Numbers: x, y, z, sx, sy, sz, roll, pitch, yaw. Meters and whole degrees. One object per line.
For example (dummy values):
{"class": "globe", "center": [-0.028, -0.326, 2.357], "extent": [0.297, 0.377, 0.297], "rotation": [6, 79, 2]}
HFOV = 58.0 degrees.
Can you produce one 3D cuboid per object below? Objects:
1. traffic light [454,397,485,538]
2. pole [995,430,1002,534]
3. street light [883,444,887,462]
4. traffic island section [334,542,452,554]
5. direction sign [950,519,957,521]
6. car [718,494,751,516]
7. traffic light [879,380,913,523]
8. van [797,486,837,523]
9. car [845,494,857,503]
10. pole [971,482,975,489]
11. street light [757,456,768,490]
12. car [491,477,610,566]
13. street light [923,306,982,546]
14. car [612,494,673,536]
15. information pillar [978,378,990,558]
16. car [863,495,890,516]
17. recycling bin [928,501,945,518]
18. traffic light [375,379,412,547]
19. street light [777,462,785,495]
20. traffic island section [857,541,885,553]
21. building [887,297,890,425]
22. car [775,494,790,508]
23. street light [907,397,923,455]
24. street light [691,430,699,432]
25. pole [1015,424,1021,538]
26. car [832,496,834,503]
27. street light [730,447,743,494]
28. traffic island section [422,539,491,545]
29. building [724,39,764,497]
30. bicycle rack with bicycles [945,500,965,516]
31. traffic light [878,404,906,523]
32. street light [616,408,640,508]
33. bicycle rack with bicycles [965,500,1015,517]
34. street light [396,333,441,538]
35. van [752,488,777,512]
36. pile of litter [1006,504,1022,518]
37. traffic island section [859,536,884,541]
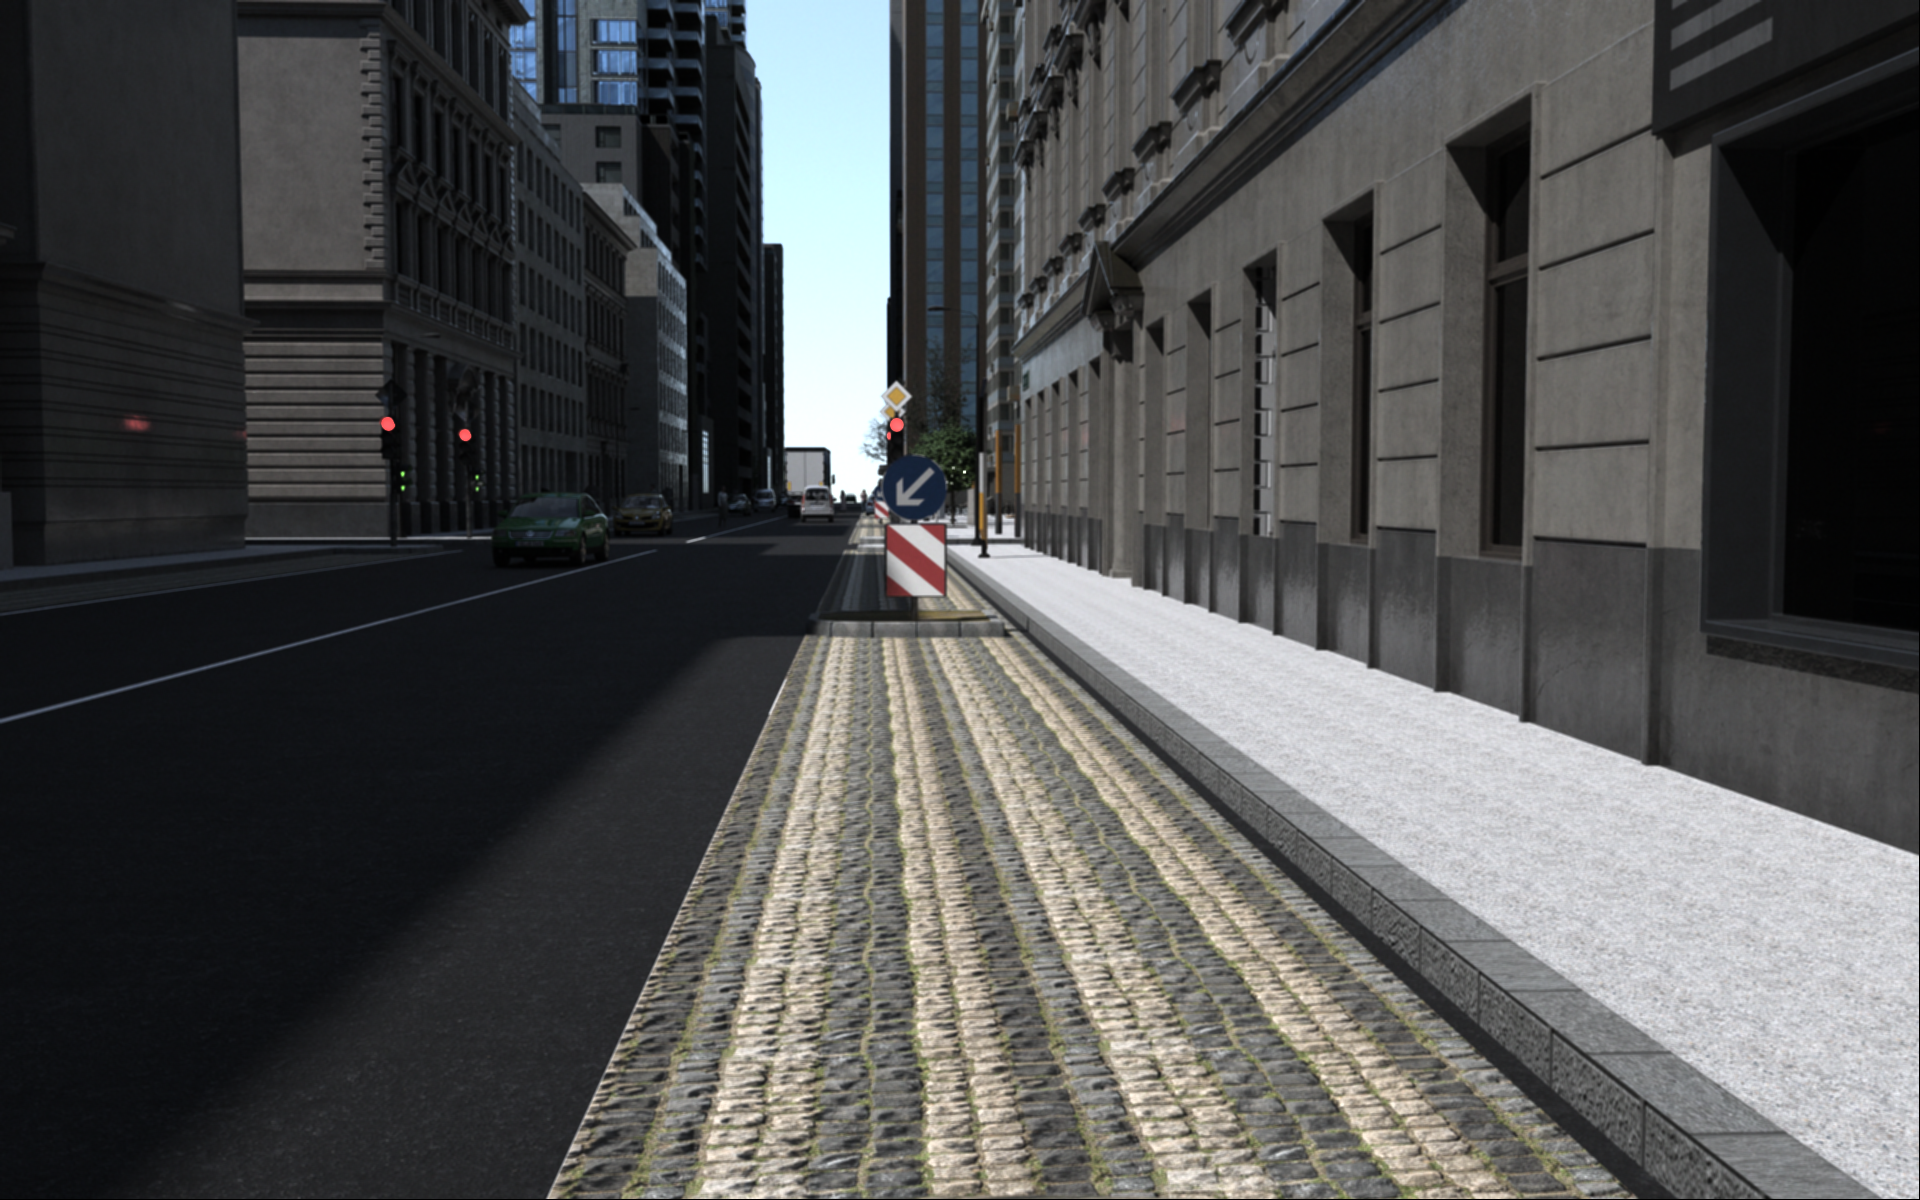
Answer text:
{"class": "traffic light", "center": [-14.238, -3.748, 50.207], "extent": [0.839, 4.253, 0.868], "rotation": [0, 4, -3]}
{"class": "pole", "center": [1.240, -3.764, 55.382], "extent": [0.158, 3.312, 0.155], "rotation": [0, 3, 0]}
{"class": "street light", "center": [-6.068, -11.429, 159.404], "extent": [1.470, 5.913, 1.316], "rotation": [0, 4, -3]}
{"class": "traffic island section", "center": [-13.870, -1.228, 42.364], "extent": [2.009, 0.180, 2.903], "rotation": [0, 4, -3]}
{"class": "direction sign", "center": [-0.324, -5.466, 81.362], "extent": [0.876, 3.537, 0.379], "rotation": [3, 5, 41]}
{"class": "car", "center": [-14.669, -6.189, 112.991], "extent": [2.131, 1.459, 4.920], "rotation": [0, 4, -2]}
{"class": "traffic light", "center": [-1.585, -3.300, 42.873], "extent": [0.839, 4.253, 0.868], "rotation": [0, 4, -3]}
{"class": "van", "center": [-7.284, -4.970, 88.275], "extent": [2.013, 2.044, 4.112], "rotation": [0, 4, -5]}
{"class": "car", "center": [-17.015, -15.921, 269.101], "extent": [1.959, 1.807, 4.718], "rotation": [0, 4, -4]}
{"class": "pole", "center": [0.651, -5.524, 84.153], "extent": [0.158, 3.312, 0.155], "rotation": [0, 3, 0]}
{"class": "street light", "center": [-23.916, -14.494, 209.514], "extent": [1.470, 5.913, 1.316], "rotation": [0, 4, -3]}
{"class": "car", "center": [-8.403, -1.649, 35.751], "extent": [1.959, 1.807, 4.718], "rotation": [0, 4, -2]}
{"class": "street light", "center": [-0.106, -4.305, 42.935], "extent": [1.470, 5.913, 1.316], "rotation": [0, 4, -3]}
{"class": "car", "center": [-11.025, -3.065, 60.330], "extent": [2.015, 1.641, 3.980], "rotation": [0, 4, -4]}
{"class": "information pillar", "center": [0.472, -2.660, 34.846], "extent": [0.183, 3.616, 0.504], "rotation": [1, 4, 11]}
{"class": "car", "center": [-5.014, -5.872, 108.013], "extent": [2.014, 1.417, 4.499], "rotation": [0, 4, -3]}
{"class": "recycling bin", "center": [-1.264, -4.898, 92.631], "extent": [0.722, 1.027, 0.722], "rotation": [2, 4, 26]}
{"class": "traffic light", "center": [-13.829, -3.261, 42.232], "extent": [0.839, 4.253, 0.868], "rotation": [0, 4, -3]}
{"class": "street light", "center": [-26.070, -17.136, 252.712], "extent": [1.470, 5.913, 1.316], "rotation": [0, 4, -3]}
{"class": "traffic island section", "center": [-1.544, -1.267, 42.989], "extent": [2.009, 0.180, 2.903], "rotation": [0, 4, -3]}
{"class": "building", "center": [-3.706, -29.497, 253.974], "extent": [14.160, 30.474, 14.107], "rotation": [0, 4, -3]}
{"class": "car", "center": [-18.039, -10.110, 177.095], "extent": [2.131, 1.459, 4.920], "rotation": [0, 4, -3]}
{"class": "street light", "center": [-2.133, -6.699, 82.066], "extent": [1.470, 5.913, 1.316], "rotation": [0, 4, -3]}
{"class": "street light", "center": [-19.730, -9.415, 126.474], "extent": [1.470, 5.913, 1.316], "rotation": [0, 4, -3]}
{"class": "pole", "center": [1.701, -3.486, 50.845], "extent": [0.158, 3.312, 0.155], "rotation": [0, 3, 0]}
{"class": "car", "center": [-20.588, -15.943, 270.254], "extent": [1.945, 1.707, 3.694], "rotation": [0, 4, -3]}
{"class": "street light", "center": [-21.843, -12.029, 169.214], "extent": [1.470, 5.913, 1.316], "rotation": [0, 4, -3]}
{"class": "traffic island section", "center": [-14.278, -1.716, 50.339], "extent": [2.009, 0.180, 2.903], "rotation": [0, 4, -3]}
{"class": "building", "center": [-36.704, -41.570, 221.660], "extent": [21.231, 58.520, 28.212], "rotation": [0, 4, -3]}
{"class": "bicycle rack with bicycles", "center": [-0.812, -5.339, 100.666], "extent": [2.925, 0.926, 2.852], "rotation": [-1, 4, -11]}
{"class": "traffic light", "center": [-1.993, -3.788, 50.848], "extent": [0.839, 4.253, 0.868], "rotation": [0, 4, -3]}
{"class": "street light", "center": [-17.868, -7.373, 93.086], "extent": [1.470, 5.913, 1.316], "rotation": [0, 4, -3]}
{"class": "bicycle rack with bicycles", "center": [2.335, -5.264, 99.443], "extent": [2.852, 0.926, 2.925], "rotation": [-1, 4, -23]}
{"class": "street light", "center": [-15.716, -4.750, 50.204], "extent": [1.470, 5.913, 1.316], "rotation": [0, 4, -3]}
{"class": "van", "center": [-15.521, -7.986, 137.580], "extent": [2.013, 2.044, 4.112], "rotation": [0, 4, -4]}
{"class": "pile of litter", "center": [3.045, -4.796, 92.371], "extent": [1.176, 0.858, 1.719], "rotation": [-1, 4, -8]}
{"class": "traffic island section", "center": [-1.953, -1.754, 50.964], "extent": [2.009, 0.180, 2.903], "rotation": [0, 4, -3]}
